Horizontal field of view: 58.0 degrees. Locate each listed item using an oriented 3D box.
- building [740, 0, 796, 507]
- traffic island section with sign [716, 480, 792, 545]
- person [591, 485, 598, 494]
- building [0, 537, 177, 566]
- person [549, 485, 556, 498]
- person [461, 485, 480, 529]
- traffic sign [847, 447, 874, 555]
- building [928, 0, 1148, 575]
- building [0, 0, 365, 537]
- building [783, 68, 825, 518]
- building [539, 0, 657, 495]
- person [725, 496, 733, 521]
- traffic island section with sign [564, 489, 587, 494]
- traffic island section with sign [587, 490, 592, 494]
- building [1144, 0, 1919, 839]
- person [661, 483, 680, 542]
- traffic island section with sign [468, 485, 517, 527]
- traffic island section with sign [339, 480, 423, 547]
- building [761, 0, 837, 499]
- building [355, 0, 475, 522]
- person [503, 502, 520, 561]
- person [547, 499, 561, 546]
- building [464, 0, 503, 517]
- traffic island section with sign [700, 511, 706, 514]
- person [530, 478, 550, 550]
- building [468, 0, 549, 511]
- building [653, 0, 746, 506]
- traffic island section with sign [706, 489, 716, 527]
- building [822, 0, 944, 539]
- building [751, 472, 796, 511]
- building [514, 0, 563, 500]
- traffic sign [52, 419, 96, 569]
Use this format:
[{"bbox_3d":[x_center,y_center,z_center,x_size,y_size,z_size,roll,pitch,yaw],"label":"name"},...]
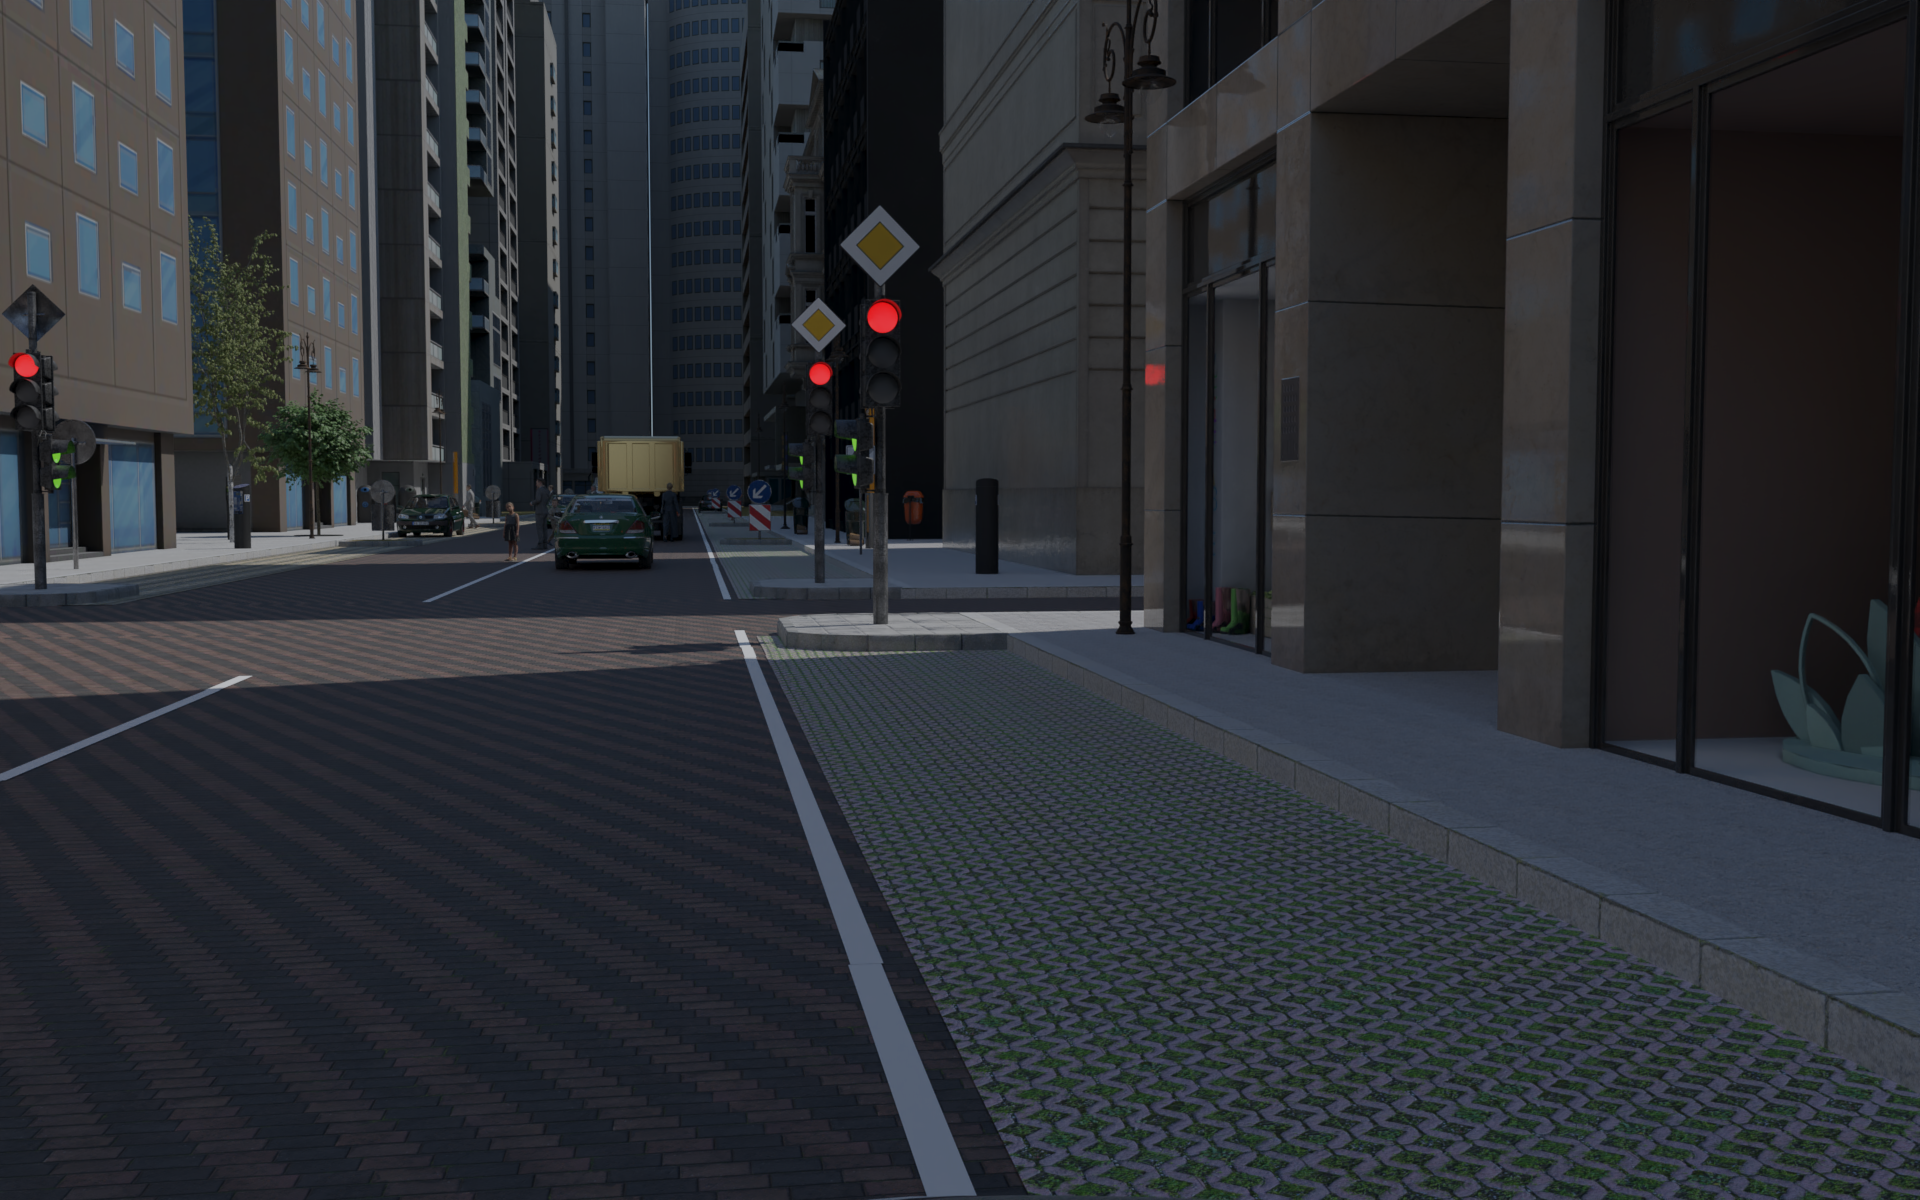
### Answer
[{"bbox_3d":[-9.605,-33.050,164.062,21.300,48.544,21.600,-1,4,-9],"label":"building"},{"bbox_3d":[-5.847,-2.492,49.365,1.989,1.847,2.006,-1,4,-9],"label":"traffic island section with sign"},{"bbox_3d":[-14.396,-3.610,67.918,0.834,1.777,0.661,-2,4,-32],"label":"person"},{"bbox_3d":[-24.011,-23.362,32.073,14.600,45.320,14.200,-1,4,-9],"label":"building"},{"bbox_3d":[-19.283,-4.497,81.807,0.755,1.850,0.659,-1,4,-21],"label":"person"},{"bbox_3d":[-20.136,-3.822,71.104,0.853,1.813,0.709,0,4,-8],"label":"person"},{"bbox_3d":[-2.097,-2.107,36.572,0.606,2.300,0.079,0,4,-4],"label":"traffic sign"},{"bbox_3d":[14.767,-12.398,35.984,30.059,22.955,16.112,-1,4,-9],"label":"building"},{"bbox_3d":[-30.246,-25.201,62.151,14.600,45.320,14.200,-1,4,-9],"label":"building"},{"bbox_3d":[-1.073,-16.116,82.579,14.460,24.649,34.723,-1,4,-9],"label":"building"},{"bbox_3d":[-48.242,-39.606,189.555,28.212,58.520,21.231,-1,4,-9],"label":"building"},{"bbox_3d":[-12.328,-5.133,92.990,0.524,1.755,0.480,-1,4,-20],"label":"person"},{"bbox_3d":[-27.924,-7.053,123.940,1.989,1.847,2.006,-1,4,-9],"label":"traffic island section with sign"},{"bbox_3d":[-32.122,-8.691,150.731,1.989,1.847,2.006,-1,4,-9],"label":"traffic island section with sign"},{"bbox_3d":[13.892,-11.995,0.628,19.350,26.468,34.151,-1,4,-9],"label":"building"},{"bbox_3d":[-8.633,-2.612,51.630,0.576,1.772,0.534,0,4,-7],"label":"person"},{"bbox_3d":[-20.237,-4.070,75.174,1.989,1.847,2.006,-1,4,-9],"label":"traffic island section with sign"},{"bbox_3d":[-15.922,-2.391,47.719,1.989,1.847,2.006,-1,4,-9],"label":"traffic island section with sign"},{"bbox_3d":[0.680,-32.249,116.502,28.713,52.752,27.495,-1,4,-9],"label":"building"},{"bbox_3d":[-32.020,-24.512,84.370,14.154,41.232,14.086,-1,4,-9],"label":"building"},{"bbox_3d":[-9.579,-1.456,36.978,0.362,1.253,0.373,2,4,24],"label":"person"},{"bbox_3d":[-11.118,-2.130,47.601,0.640,1.303,0.475,1,4,20],"label":"person"},{"bbox_3d":[-40.531,-48.712,109.108,22.319,86.520,31.000,-1,4,-9],"label":"building"},{"bbox_3d":[-17.933,-7.198,126.323,1.989,1.847,2.006,-1,4,-9],"label":"traffic island section with sign"},{"bbox_3d":[-10.904,-2.234,44.826,0.447,1.846,0.655,1,4,11],"label":"person"},{"bbox_3d":[-43.737,-42.706,136.487,20.563,71.187,20.611,-1,4,-9],"label":"building"},{"bbox_3d":[-20.364,-39.870,193.875,28.212,58.520,21.231,-1,4,-9],"label":"building"},{"bbox_3d":[-10.092,-4.148,76.455,1.989,1.847,2.006,-1,4,-9],"label":"traffic island section with sign"},{"bbox_3d":[2.283,-13.902,56.968,12.332,23.373,15.834,-1,4,-9],"label":"building"},{"bbox_3d":[-0.859,-27.570,142.654,32.217,40.220,23.993,-1,4,-9],"label":"building"},{"bbox_3d":[-48.095,-32.684,158.086,21.600,48.544,21.300,-1,4,-9],"label":"building"},{"bbox_3d":[-15.103,-1.799,29.517,0.768,2.556,0.104,0,4,0],"label":"traffic sign"}]
